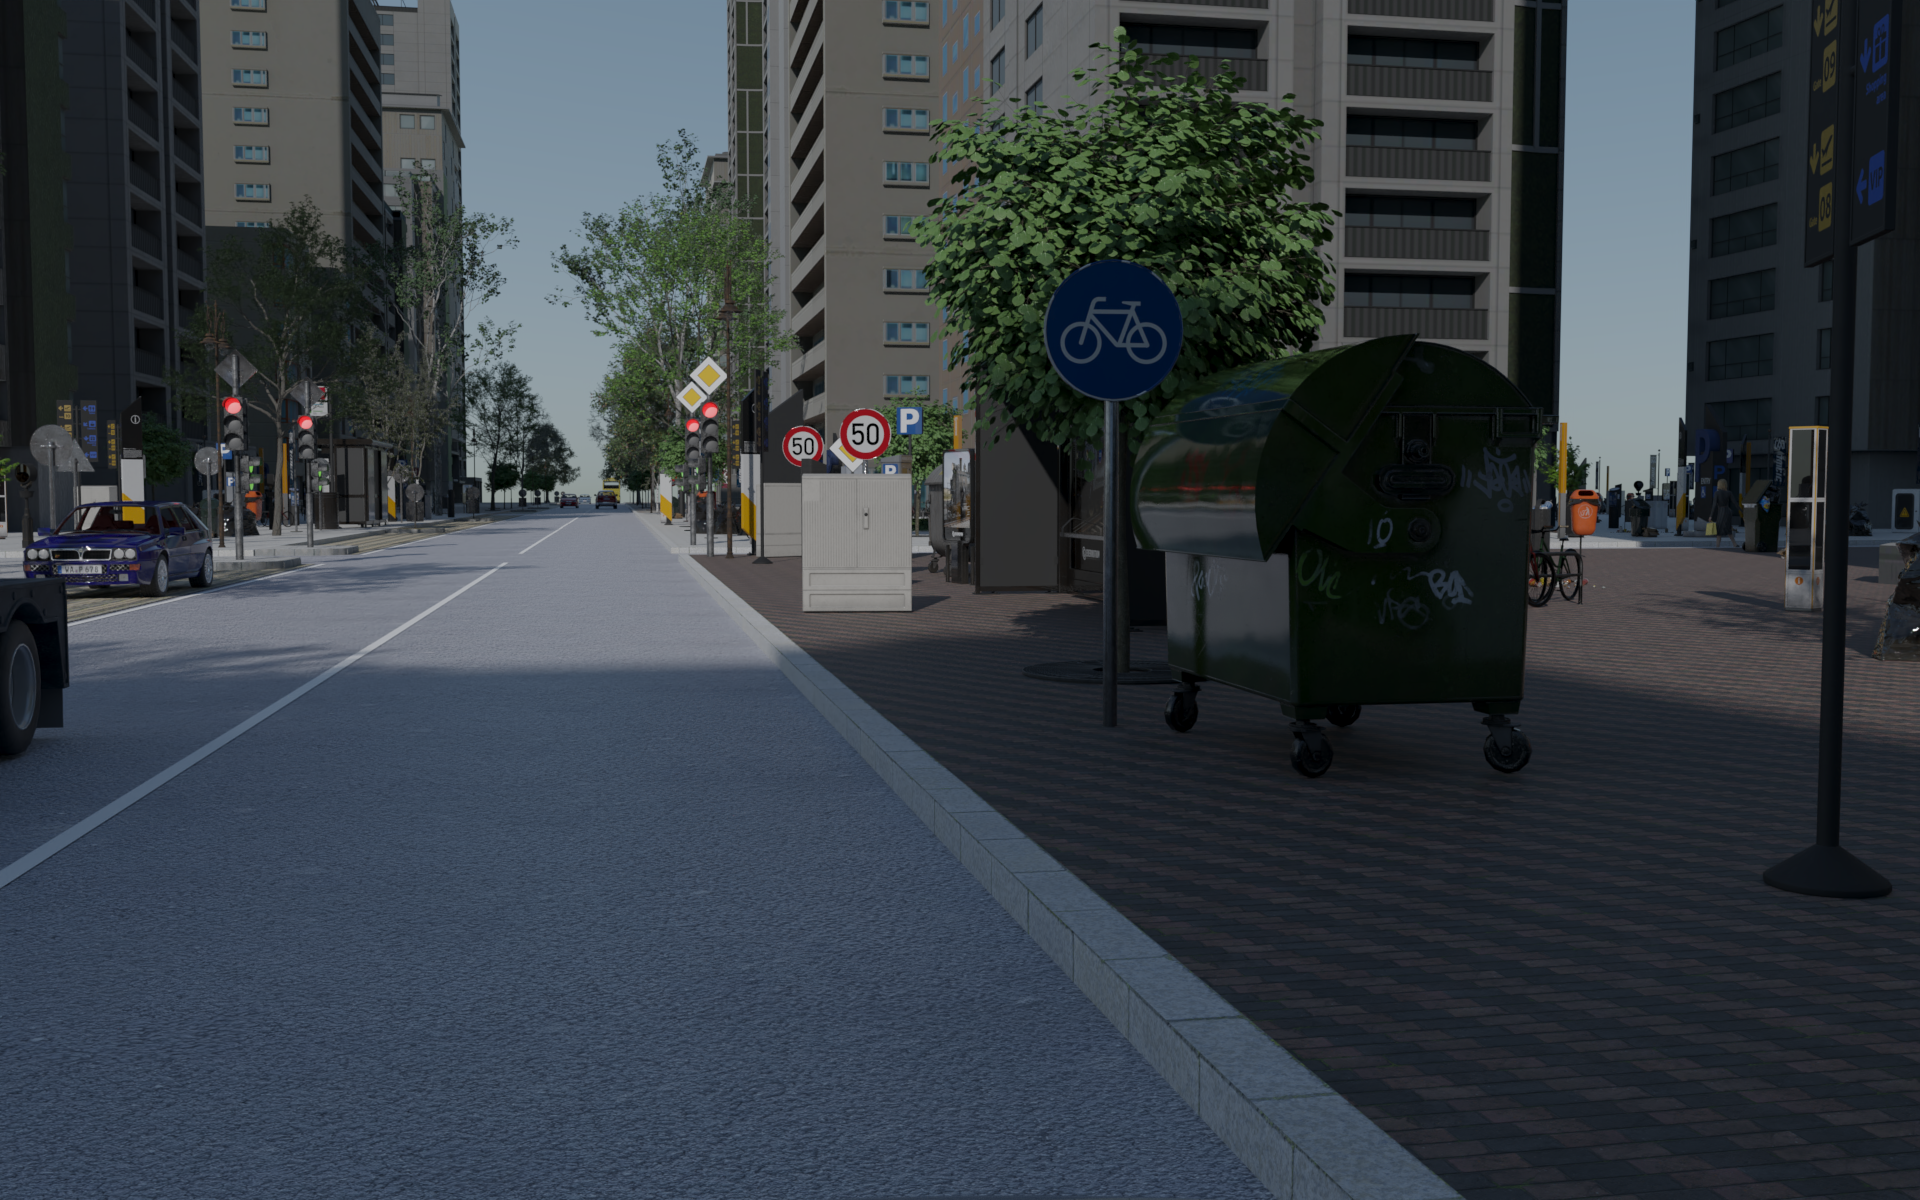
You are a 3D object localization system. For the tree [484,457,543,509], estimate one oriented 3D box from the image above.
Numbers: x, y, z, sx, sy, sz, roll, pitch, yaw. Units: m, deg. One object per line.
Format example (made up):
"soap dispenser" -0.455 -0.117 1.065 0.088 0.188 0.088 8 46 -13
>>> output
"tree" -38.933 -10.028 147.674 4.285 4.588 4.351 0 3 0

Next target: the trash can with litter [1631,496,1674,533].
"trash can with litter" 22.800 -2.845 57.577 2.233 1.210 1.678 1 4 18

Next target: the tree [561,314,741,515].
"tree" -18.336 -11.666 107.750 9.611 12.733 9.660 0 3 0

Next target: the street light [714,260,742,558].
"street light" -4.594 -3.768 34.394 0.468 5.910 1.993 -1 4 -11

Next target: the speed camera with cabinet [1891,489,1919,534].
"speed camera with cabinet" 31.373 -3.782 56.171 0.660 3.252 2.038 -2 4 -29

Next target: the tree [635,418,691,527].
"tree" -10.239 -5.128 67.564 4.285 4.588 4.351 0 3 0

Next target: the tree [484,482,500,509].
"tree" -41.002 -9.616 151.820 1.663 3.219 1.824 0 3 0

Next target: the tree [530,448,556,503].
"tree" -62.557 -18.946 260.129 4.360 8.622 3.978 0 3 0

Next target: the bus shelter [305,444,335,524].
"bus shelter" -28.246 -5.332 78.469 1.731 3.624 6.357 -1 4 -11

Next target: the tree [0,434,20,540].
"tree" -27.672 -3.324 48.941 1.663 3.219 1.824 0 3 0

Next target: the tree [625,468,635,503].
"tree" -45.044 -17.672 239.294 4.737 8.622 4.395 0 3 0

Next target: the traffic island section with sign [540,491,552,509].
"traffic island section with sign" -40.389 -9.622 165.944 1.989 1.847 2.006 -1 4 -11

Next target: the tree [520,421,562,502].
"tree" -64.326 -21.586 269.940 9.611 12.733 9.660 0 3 0

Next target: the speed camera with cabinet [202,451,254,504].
"speed camera with cabinet" -30.642 -4.782 72.526 0.660 3.252 2.038 2 4 33

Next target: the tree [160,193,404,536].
"tree" -20.746 -7.265 53.193 7.601 10.594 8.767 -1 4 -22

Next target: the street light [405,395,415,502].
"street light" -25.185 -6.534 79.626 0.468 5.910 1.993 -1 4 -11

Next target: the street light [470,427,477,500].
"street light" -32.806 -8.823 117.046 0.468 5.910 1.993 -1 4 -11

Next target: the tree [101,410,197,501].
"tree" -31.551 -5.121 67.437 4.285 4.588 4.351 0 3 0

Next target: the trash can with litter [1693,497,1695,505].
"trash can with litter" 42.447 -5.415 99.929 0.624 1.170 1.055 0 4 7

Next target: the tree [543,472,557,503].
"tree" -53.065 -14.120 214.581 4.285 4.588 4.351 0 3 0

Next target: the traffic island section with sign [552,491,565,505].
"traffic island section with sign" -51.197 -12.944 220.260 1.989 1.847 2.006 -1 4 -11

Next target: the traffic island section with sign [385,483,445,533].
"traffic island section with sign" -20.073 -3.379 63.869 1.989 1.847 2.006 -1 4 -11

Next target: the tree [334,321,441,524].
"tree" -24.380 -7.520 73.315 4.360 8.622 3.978 0 3 0

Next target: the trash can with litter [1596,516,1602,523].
"trash can with litter" 28.037 -4.027 77.234 1.055 1.170 0.624 -1 4 -12

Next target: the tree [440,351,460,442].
"tree" -26.013 -8.101 82.821 4.360 8.622 3.978 0 3 0

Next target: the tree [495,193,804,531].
"tree" -9.057 -8.201 59.845 9.928 11.665 9.643 0 3 0

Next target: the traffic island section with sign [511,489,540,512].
"traffic island section with sign" -35.025 -7.973 138.990 1.989 1.847 2.006 -1 4 -11

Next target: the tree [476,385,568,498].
"tree" -46.791 -16.760 184.392 12.009 13.543 11.850 0 3 0

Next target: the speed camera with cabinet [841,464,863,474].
"speed camera with cabinet" -2.719 -3.706 54.934 2.038 3.252 0.660 -1 4 -23

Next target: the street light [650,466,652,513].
"street light" -20.830 -8.803 116.720 0.468 5.910 1.993 -1 4 -11

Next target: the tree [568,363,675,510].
"tree" -24.130 -13.788 135.796 12.009 13.543 11.850 0 3 0

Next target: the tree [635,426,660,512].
"tree" -21.656 -10.644 124.383 4.360 8.622 3.978 0 3 0

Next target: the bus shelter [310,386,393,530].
"bus shelter" -23.568 -5.455 66.825 2.179 5.291 8.768 -1 4 -11

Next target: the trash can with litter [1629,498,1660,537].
"trash can with litter" 20.482 -2.465 51.692 0.624 1.170 1.055 -1 4 -16

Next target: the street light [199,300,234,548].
"street light" -17.702 -4.194 41.366 0.468 5.910 1.993 -1 4 -11

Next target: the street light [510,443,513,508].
"street light" -40.297 -11.170 155.409 0.468 5.910 1.993 -1 4 -11

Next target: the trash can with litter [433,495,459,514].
"trash can with litter" -33.335 -6.115 111.038 2.233 1.210 1.678 -1 4 -14

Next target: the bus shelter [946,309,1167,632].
"bus shelter" 1.269 -1.705 19.155 1.731 3.624 6.357 -1 4 -11

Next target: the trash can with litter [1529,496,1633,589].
"trash can with litter" 8.414 -0.825 24.539 1.678 1.210 2.233 2 4 30

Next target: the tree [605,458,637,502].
"tree" -40.852 -18.340 217.989 7.486 12.596 7.792 0 3 0

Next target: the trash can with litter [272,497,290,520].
"trash can with litter" -36.302 -4.934 92.066 0.624 1.170 1.055 0 4 2

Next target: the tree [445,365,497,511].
"tree" -35.819 -12.678 133.038 9.928 11.665 9.643 0 3 0

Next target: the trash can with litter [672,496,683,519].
"trash can with litter" -14.653 -4.785 89.622 0.624 1.170 1.055 -3 5 -39

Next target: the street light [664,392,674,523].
"street light" -13.082 -6.429 77.902 0.468 5.910 1.993 -1 4 -11

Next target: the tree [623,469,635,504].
"tree" -29.776 -11.009 163.714 4.285 4.588 4.351 0 3 0

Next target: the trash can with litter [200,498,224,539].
"trash can with litter" -21.755 -2.380 50.299 0.624 1.170 1.055 -1 4 -18

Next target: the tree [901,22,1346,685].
"tree" 1.203 -1.748 12.290 4.285 4.588 4.351 0 3 0

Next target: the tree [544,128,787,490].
"tree" -15.681 -14.467 92.418 12.611 20.169 13.585 0 3 0

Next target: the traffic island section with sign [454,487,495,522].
"traffic island section with sign" -25.374 -5.008 90.515 1.989 1.847 2.006 -1 4 -11

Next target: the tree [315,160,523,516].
"tree" -31.731 -15.001 101.157 12.611 20.169 13.585 0 3 0
